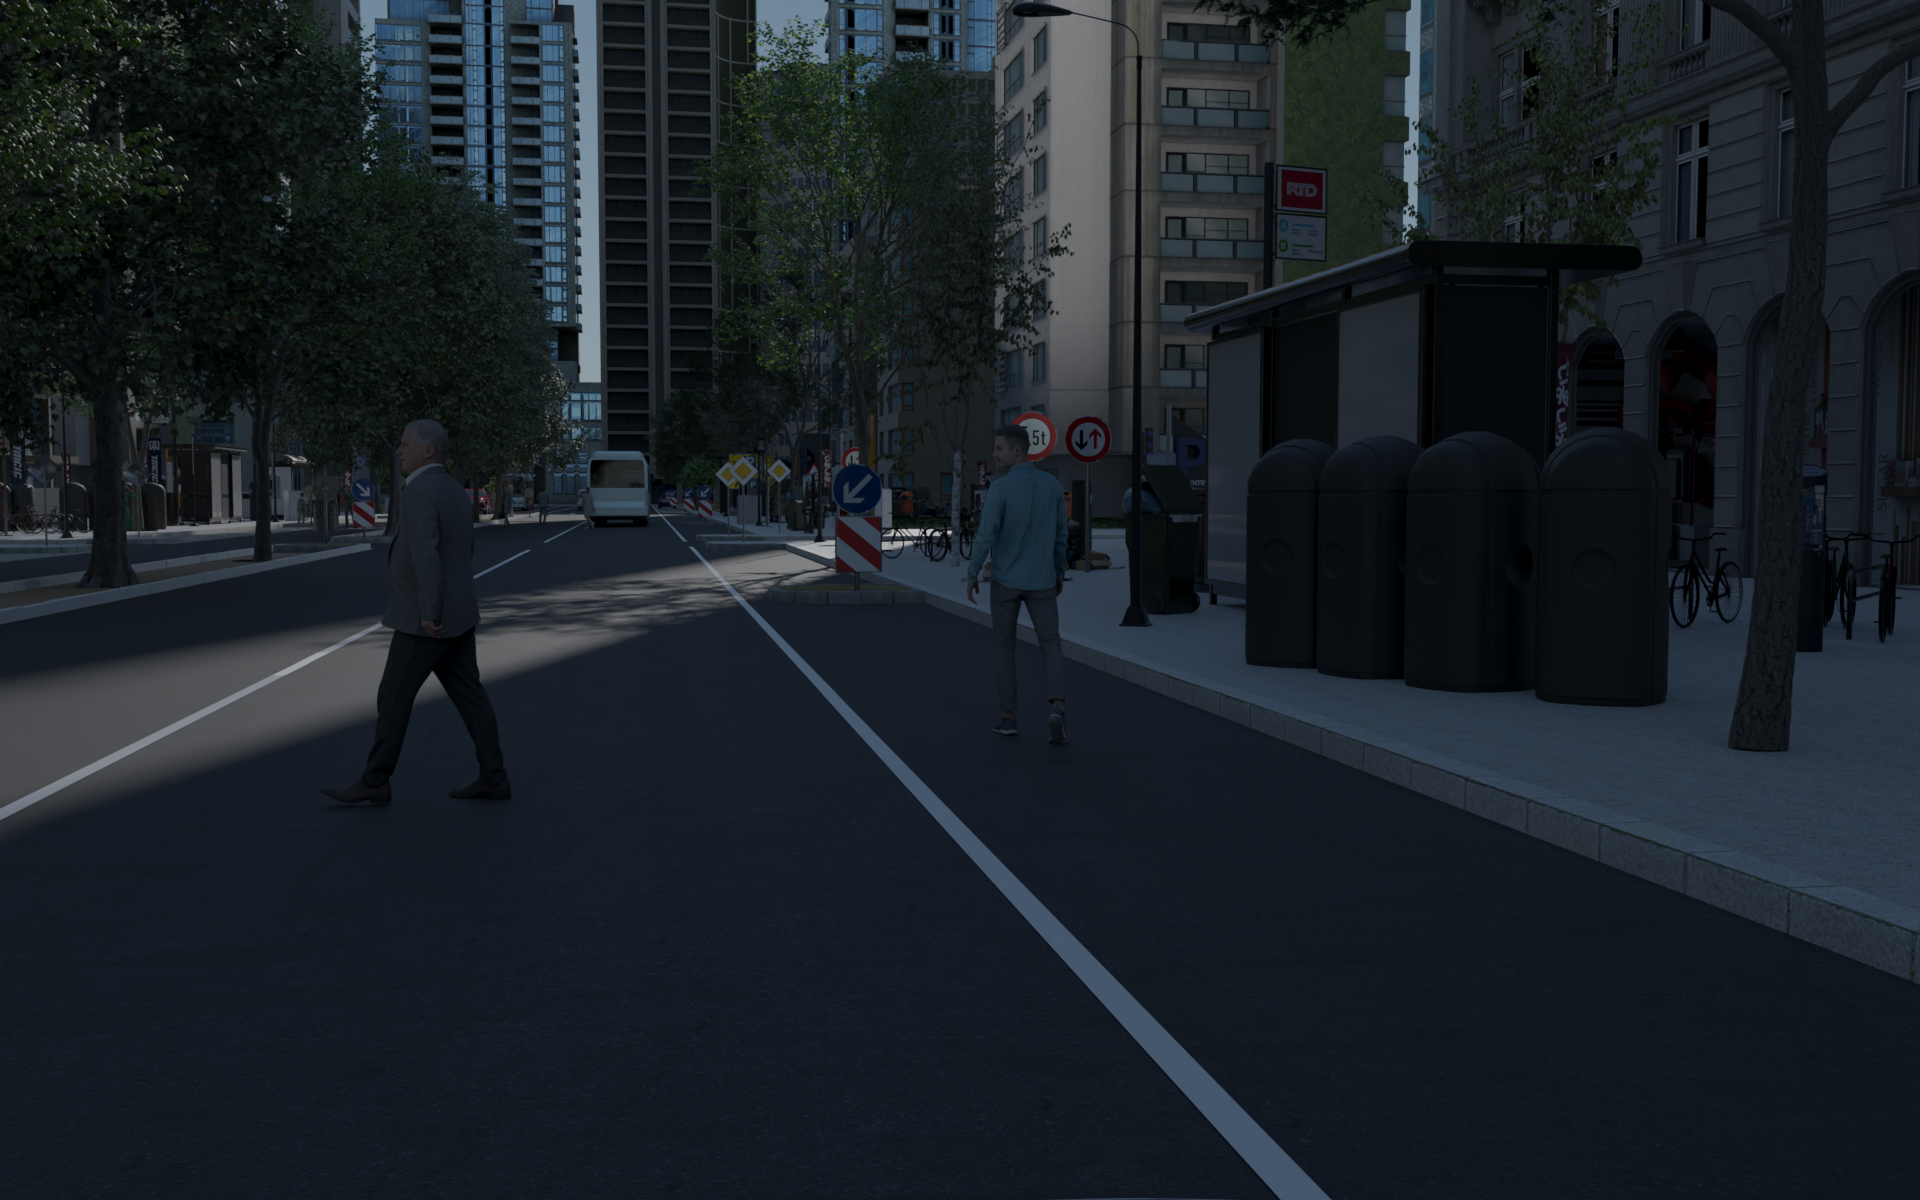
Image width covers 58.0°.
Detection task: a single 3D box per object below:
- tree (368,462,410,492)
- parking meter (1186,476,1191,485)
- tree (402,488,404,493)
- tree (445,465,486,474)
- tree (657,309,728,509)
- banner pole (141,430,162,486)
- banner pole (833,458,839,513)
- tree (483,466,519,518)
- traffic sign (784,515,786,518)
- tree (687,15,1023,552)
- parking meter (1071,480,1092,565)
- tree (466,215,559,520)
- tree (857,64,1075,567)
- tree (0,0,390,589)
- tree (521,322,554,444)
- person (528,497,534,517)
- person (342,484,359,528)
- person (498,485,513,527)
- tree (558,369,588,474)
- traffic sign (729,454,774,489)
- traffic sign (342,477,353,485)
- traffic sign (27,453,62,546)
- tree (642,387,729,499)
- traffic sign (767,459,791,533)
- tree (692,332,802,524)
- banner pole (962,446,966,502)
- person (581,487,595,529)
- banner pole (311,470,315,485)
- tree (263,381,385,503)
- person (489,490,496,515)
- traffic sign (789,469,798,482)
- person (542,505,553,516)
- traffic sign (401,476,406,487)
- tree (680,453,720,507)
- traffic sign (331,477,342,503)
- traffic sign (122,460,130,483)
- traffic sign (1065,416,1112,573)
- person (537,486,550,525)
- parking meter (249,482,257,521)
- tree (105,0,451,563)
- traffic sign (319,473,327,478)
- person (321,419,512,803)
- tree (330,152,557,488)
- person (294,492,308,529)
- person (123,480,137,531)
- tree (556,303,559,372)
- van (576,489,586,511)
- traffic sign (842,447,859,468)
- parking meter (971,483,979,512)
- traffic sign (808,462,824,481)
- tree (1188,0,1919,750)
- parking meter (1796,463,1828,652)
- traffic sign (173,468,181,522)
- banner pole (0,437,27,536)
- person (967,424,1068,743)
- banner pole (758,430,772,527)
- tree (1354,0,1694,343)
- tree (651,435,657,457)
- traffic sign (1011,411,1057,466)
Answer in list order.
[{"bbox_3d":[-40.704,-8.609,124.474,4.285,4.588,4.351,0,3,0],"label":"tree"},{"bbox_3d":[7.228,-3.061,55.759,0.255,1.863,0.399,-1,4,-22],"label":"parking meter"},{"bbox_3d":[-42.616,-8.491,133.427,1.663,3.219,1.824,0,3,0],"label":"tree"},{"bbox_3d":[-47.714,-14.125,165.351,8.767,10.594,7.601,0,4,-1],"label":"tree"},{"bbox_3d":[-6.135,-7.846,62.690,8.767,10.594,7.601,-1,4,-14],"label":"tree"},{"bbox_3d":[-31.502,-4.734,67.419,0.863,3.779,0.401,-2,4,-32],"label":"banner pole"},{"bbox_3d":[-8.567,-7.936,119.765,0.401,3.779,0.863,-2,4,-35],"label":"banner pole"},{"bbox_3d":[-28.181,-9.496,108.086,4.360,8.622,3.978,0,3,0],"label":"tree"},{"bbox_3d":[-9.564,-5.653,94.562,0.606,2.300,0.079,-1,4,-9],"label":"traffic sign"},{"bbox_3d":[-2.223,-6.884,38.312,9.928,11.665,9.643,0,3,0],"label":"tree"},{"bbox_3d":[2.217,-1.415,31.551,0.372,1.533,0.369,0,3,0],"label":"parking meter"},{"bbox_3d":[-18.232,-8.327,55.617,9.611,12.733,9.660,0,3,0],"label":"tree"},{"bbox_3d":[-0.049,-4.907,30.597,4.360,8.622,3.978,0,3,0],"label":"tree"},{"bbox_3d":[-13.051,-6.535,26.320,9.611,12.733,9.660,0,3,0],"label":"tree"},{"bbox_3d":[-23.855,-9.611,85.347,9.928,11.665,9.643,0,3,0],"label":"tree"},{"bbox_3d":[-26.415,-5.713,106.575,0.373,1.253,0.362,0,4,-4],"label":"person"},{"bbox_3d":[-25.398,-3.904,72.132,0.655,1.846,0.447,-2,4,-27],"label":"person"},{"bbox_3d":[-19.565,-4.034,74.551,0.694,1.812,0.767,2,4,31],"label":"person"},{"bbox_3d":[-25.383,-10.739,95.050,9.611,12.733,9.660,0,3,0],"label":"tree"},{"bbox_3d":[-10.527,-5.724,87.453,2.265,3.308,0.079,0,4,-5],"label":"traffic sign"},{"bbox_3d":[-42.002,-7.254,118.710,0.768,2.556,0.104,0,4,-2],"label":"traffic sign"},{"bbox_3d":[-22.540,-2.388,42.687,0.795,2.450,0.064,-1,4,-10],"label":"traffic sign"},{"bbox_3d":[-31.258,-17.895,199.243,9.857,13.997,8.962,0,3,0],"label":"tree"},{"bbox_3d":[-5.943,-3.410,56.939,0.795,2.450,0.064,0,4,-6],"label":"traffic sign"},{"bbox_3d":[-8.284,-7.500,72.985,4.360,8.622,3.978,0,3,0],"label":"tree"},{"bbox_3d":[0.203,-5.982,87.828,0.401,3.779,0.863,-1,4,-13],"label":"banner pole"},{"bbox_3d":[-15.185,-3.769,70.876,0.760,1.731,0.466,3,4,37],"label":"person"},{"bbox_3d":[-38.297,-6.886,102.603,0.401,3.779,0.863,0,4,-5],"label":"banner pole"},{"bbox_3d":[-34.675,-9.835,95.217,7.601,10.594,8.767,0,4,-1],"label":"tree"},{"bbox_3d":[-31.150,-6.513,115.322,0.374,1.781,0.599,-3,5,-44],"label":"person"},{"bbox_3d":[-8.570,-5.350,87.580,0.768,2.556,0.104,-1,4,-10],"label":"traffic sign"},{"bbox_3d":[-27.336,-6.161,114.727,0.738,1.151,1.012,1,4,20],"label":"person"},{"bbox_3d":[-39.462,-7.468,122.203,0.768,2.556,0.104,-1,4,-8],"label":"traffic sign"},{"bbox_3d":[-20.622,-9.487,138.833,4.285,4.588,4.351,0,3,0],"label":"tree"},{"bbox_3d":[-36.420,-6.059,101.188,0.606,2.300,0.079,0,4,-8],"label":"traffic sign"},{"bbox_3d":[-31.873,-4.053,66.266,0.884,2.594,0.081,-1,4,-10],"label":"traffic sign"},{"bbox_3d":[2.084,-1.723,28.272,0.768,2.556,0.104,0,4,-5],"label":"traffic sign"},{"bbox_3d":[-19.281,-4.375,80.223,0.606,1.804,0.583,-1,4,-14],"label":"person"},{"bbox_3d":[-33.736,-4.711,82.731,0.399,1.863,0.255,3,5,45],"label":"parking meter"},{"bbox_3d":[-14.577,-6.598,36.089,9.928,11.665,9.643,0,3,0],"label":"tree"},{"bbox_3d":[-37.931,-6.312,103.314,0.768,2.556,0.104,0,4,-2],"label":"traffic sign"},{"bbox_3d":[-2.527,0.052,8.050,0.834,1.777,0.661,0,4,-5],"label":"person"},{"bbox_3d":[-20.229,-9.554,65.314,9.857,13.997,8.962,0,3,0],"label":"tree"},{"bbox_3d":[-27.118,-3.681,71.281,0.523,1.515,0.503,2,4,26],"label":"person"},{"bbox_3d":[-19.641,-1.944,40.538,0.600,1.795,0.529,0,4,-4],"label":"person"},{"bbox_3d":[-21.886,-10.153,75.115,9.857,13.997,8.962,0,3,0],"label":"tree"},{"bbox_3d":[-32.392,-8.783,150.617,2.013,2.044,4.112,-1,4,-9],"label":"van"},{"bbox_3d":[-2.833,-2.876,47.133,0.768,2.556,0.104,0,4,-3],"label":"traffic sign"},{"bbox_3d":[0.795,-5.413,94.217,0.399,1.863,0.255,-2,4,-33],"label":"parking meter"},{"bbox_3d":[-5.934,-4.317,70.589,0.884,2.594,0.081,-1,4,-9],"label":"traffic sign"},{"bbox_3d":[4.339,-4.517,8.264,7.601,10.594,8.767,1,4,21],"label":"tree"},{"bbox_3d":[6.872,-0.352,14.168,0.372,1.533,0.369,0,3,0],"label":"parking meter"},{"bbox_3d":[-34.577,-4.614,76.627,0.795,2.450,0.064,0,4,-1],"label":"traffic sign"},{"bbox_3d":[-29.036,-3.857,53.077,0.401,3.779,0.863,3,5,42],"label":"banner pole"},{"bbox_3d":[0.361,-0.108,10.132,0.638,1.841,0.748,-1,4,-12],"label":"person"},{"bbox_3d":[-7.693,-4.760,67.845,0.401,3.779,0.863,-3,4,-38],"label":"banner pole"},{"bbox_3d":[7.924,-4.497,23.893,4.737,8.622,4.395,0,3,0],"label":"tree"},{"bbox_3d":[-16.174,-11.292,119.043,8.767,10.594,7.601,1,4,9],"label":"tree"},{"bbox_3d":[1.113,-1.633,26.803,0.768,2.556,0.104,0,4,-1],"label":"traffic sign"}]
